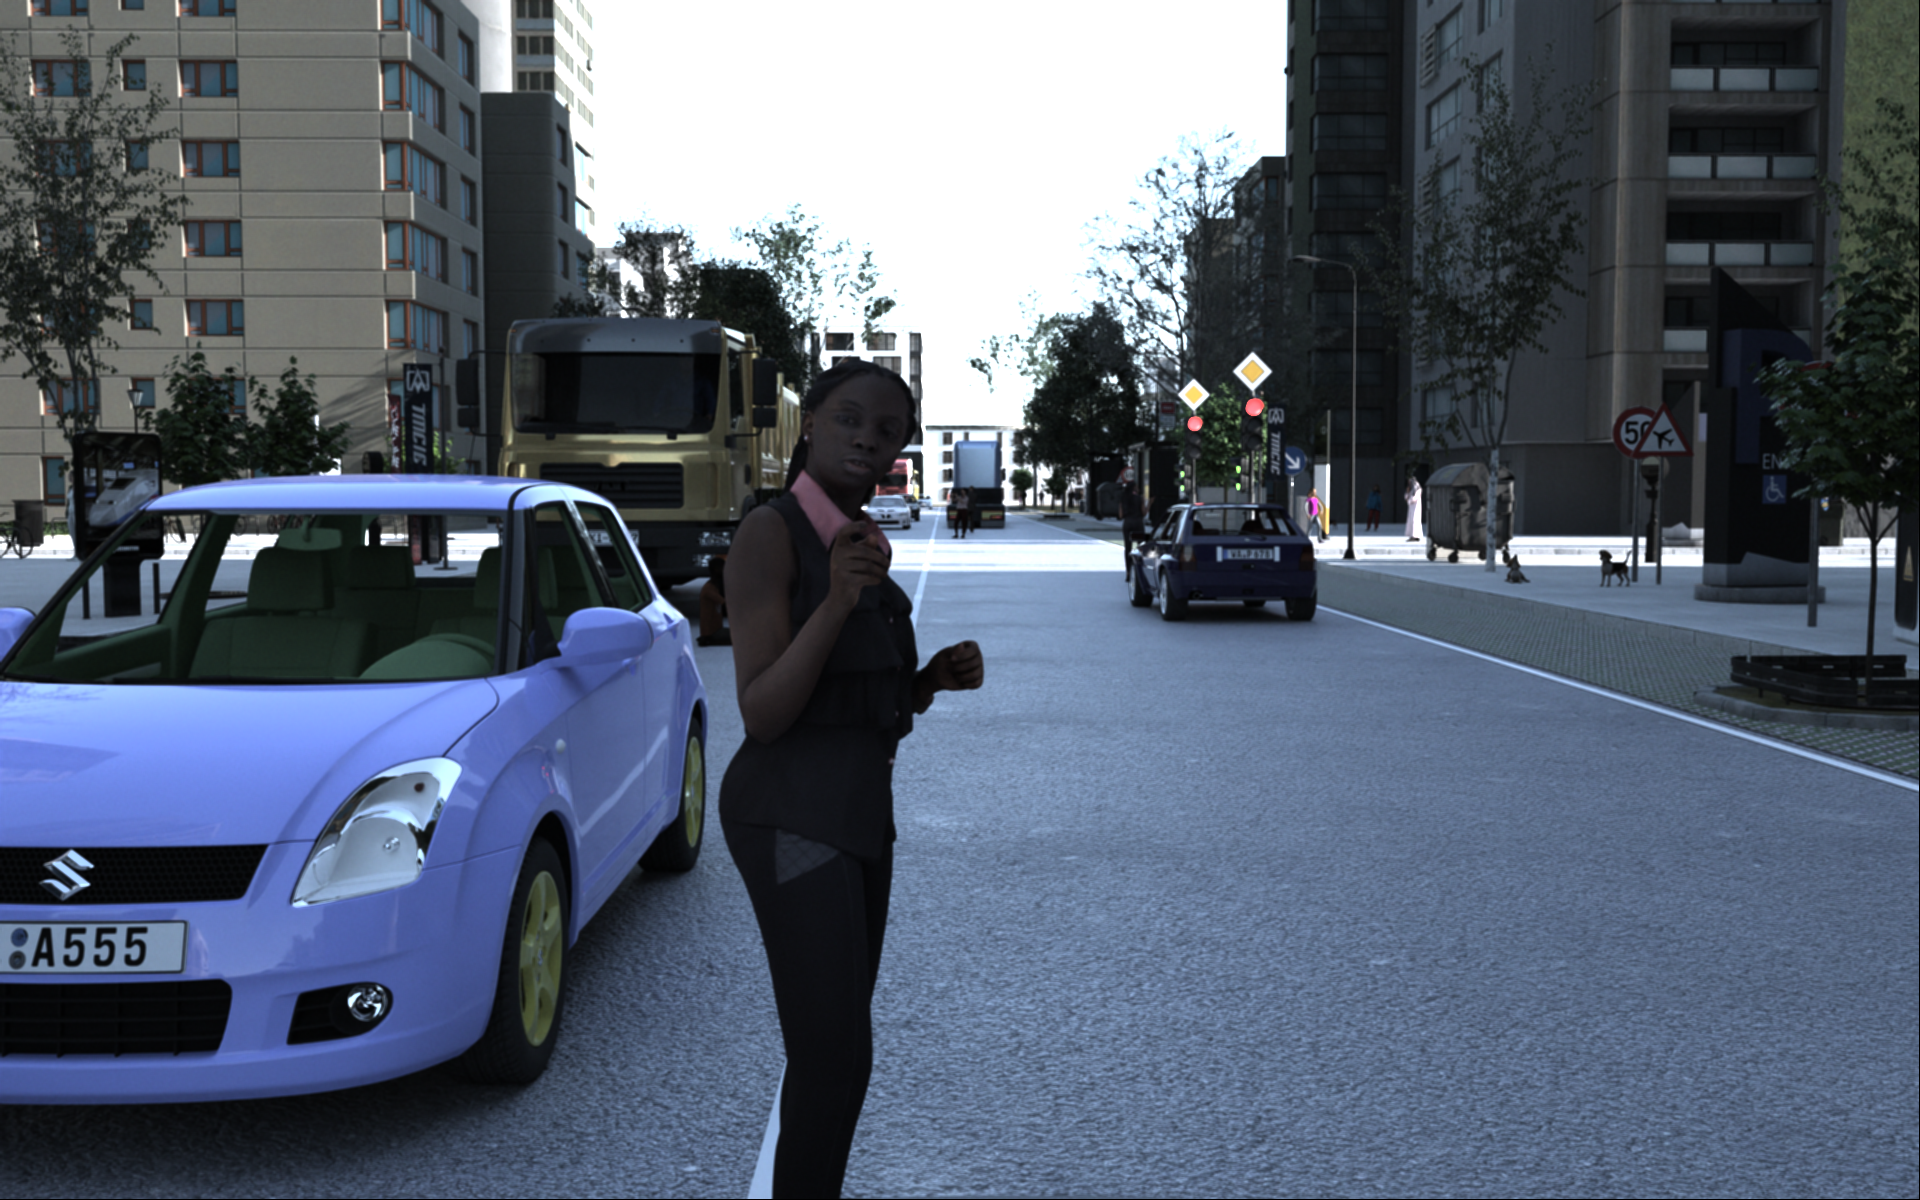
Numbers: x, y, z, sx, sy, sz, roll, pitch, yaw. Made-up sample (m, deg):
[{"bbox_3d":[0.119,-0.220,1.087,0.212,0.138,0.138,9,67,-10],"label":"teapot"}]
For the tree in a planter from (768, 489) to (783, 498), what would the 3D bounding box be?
[{"bbox_3d":[-7.024,-4.304,67.588,1.991,3.239,1.994,0,4,-1],"label":"tree in a planter"}]

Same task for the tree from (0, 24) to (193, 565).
[{"bbox_3d":[-13.719,-4.651,26.410,4.360,8.622,3.978,0,3,0],"label":"tree"}]

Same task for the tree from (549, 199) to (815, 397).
[{"bbox_3d":[-10.200,-7.431,55.915,8.767,10.594,7.601,1,4,15],"label":"tree"}]

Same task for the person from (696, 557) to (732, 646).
[{"bbox_3d":[-2.230,0.017,16.515,0.655,0.850,0.859,0,4,-2],"label":"person"}]

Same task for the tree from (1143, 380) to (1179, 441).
[{"bbox_3d":[12.003,-8.209,84.572,4.360,8.622,3.978,0,3,0],"label":"tree"}]

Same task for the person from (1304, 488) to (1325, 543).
[{"bbox_3d":[8.908,-2.077,43.235,0.726,1.435,0.776,-2,4,-30],"label":"person"}]

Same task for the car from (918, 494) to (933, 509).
[{"bbox_3d":[-3.544,-9.375,165.289,2.014,1.417,4.499,0,4,-2],"label":"car"}]

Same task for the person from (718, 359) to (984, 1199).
[{"bbox_3d":[-0.158,0.445,2.693,0.415,1.643,0.593,-2,4,-24],"label":"person"}]

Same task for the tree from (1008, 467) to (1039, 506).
[{"bbox_3d":[6.915,-12.758,192.301,4.285,4.588,4.351,0,3,0],"label":"tree"}]

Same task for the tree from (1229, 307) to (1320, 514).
[{"bbox_3d":[13.018,-7.177,67.701,4.360,8.622,3.978,0,3,0],"label":"tree"}]

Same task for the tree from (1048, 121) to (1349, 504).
[{"bbox_3d":[7.820,-8.999,57.509,12.009,13.543,11.850,0,3,0],"label":"tree"}]

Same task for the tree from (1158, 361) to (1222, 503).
[{"bbox_3d":[12.730,-8.749,93.414,4.737,8.622,4.395,0,3,0],"label":"tree"}]

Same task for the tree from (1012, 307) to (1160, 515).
[{"bbox_3d":[7.889,-11.462,104.405,9.611,12.733,9.660,0,3,0],"label":"tree"}]

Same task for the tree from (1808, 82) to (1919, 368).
[{"bbox_3d":[13.369,-4.378,21.946,4.737,8.622,4.395,0,3,0],"label":"tree"}]

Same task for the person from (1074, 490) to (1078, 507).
[{"bbox_3d":[11.964,-10.488,178.439,0.541,1.710,0.530,1,4,13],"label":"person"}]

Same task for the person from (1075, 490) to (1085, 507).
[{"bbox_3d":[11.516,-9.841,167.667,1.217,1.735,0.721,0,4,2],"label":"person"}]

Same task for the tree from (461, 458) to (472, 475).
[{"bbox_3d":[-14.797,-3.311,48.739,1.663,3.219,1.824,0,3,0],"label":"tree"}]

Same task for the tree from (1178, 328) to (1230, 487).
[{"bbox_3d":[11.978,-7.660,75.599,4.360,8.622,3.978,0,3,0],"label":"tree"}]

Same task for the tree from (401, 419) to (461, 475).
[{"bbox_3d":[-14.269,-3.068,44.769,1.663,3.219,1.824,0,3,0],"label":"tree"}]

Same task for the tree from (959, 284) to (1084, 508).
[{"bbox_3d":[6.008,-18.552,159.221,12.611,20.169,13.585,0,3,0],"label":"tree"}]

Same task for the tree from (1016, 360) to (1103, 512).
[{"bbox_3d":[7.597,-12.116,123.854,9.928,11.665,9.643,0,3,0],"label":"tree"}]

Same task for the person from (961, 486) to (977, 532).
[{"bbox_3d":[0.330,-3.420,65.102,0.565,1.739,0.600,-3,4,-39],"label":"person"}]

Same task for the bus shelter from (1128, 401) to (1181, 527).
[{"bbox_3d":[8.291,-5.803,72.513,2.179,5.291,8.768,0,4,-1],"label":"bus shelter"}]

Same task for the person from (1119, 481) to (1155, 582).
[{"bbox_3d":[2.883,-1.120,28.289,0.593,1.643,0.415,-2,4,-28],"label":"person"}]

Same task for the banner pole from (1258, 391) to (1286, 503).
[{"bbox_3d":[7.509,-3.184,42.071,0.863,3.779,0.401,2,4,24],"label":"banner pole"}]

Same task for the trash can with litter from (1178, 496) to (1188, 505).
[{"bbox_3d":[8.399,-3.233,63.920,1.678,1.210,2.233,-2,4,-33],"label":"trash can with litter"}]

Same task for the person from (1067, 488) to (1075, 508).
[{"bbox_3d":[10.199,-9.317,158.406,0.705,1.821,1.348,-2,4,-25],"label":"person"}]

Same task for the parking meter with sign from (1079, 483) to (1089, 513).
[{"bbox_3d":[8.933,-7.381,116.944,1.738,3.016,0.543,0,4,6],"label":"parking meter with sign"}]

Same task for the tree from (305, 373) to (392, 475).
[{"bbox_3d":[-9.139,-1.797,23.985,1.663,3.219,1.824,0,3,0],"label":"tree"}]

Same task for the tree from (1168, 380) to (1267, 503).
[{"bbox_3d":[7.581,-4.047,49.881,4.285,4.588,4.351,0,3,0],"label":"tree"}]

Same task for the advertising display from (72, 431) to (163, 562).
[{"bbox_3d":[-8.786,-0.789,18.122,0.123,1.923,0.974,2,4,26],"label":"advertising display"}]

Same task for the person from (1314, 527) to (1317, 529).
[{"bbox_3d":[13.291,-3.499,63.982,0.376,1.734,0.841,2,4,23],"label":"person"}]

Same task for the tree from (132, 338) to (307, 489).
[{"bbox_3d":[-9.316,-1.648,21.540,1.663,3.219,1.824,0,3,0],"label":"tree"}]

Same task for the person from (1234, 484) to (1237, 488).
[{"bbox_3d":[9.505,-3.204,60.139,0.444,1.614,0.593,-2,4,-27],"label":"person"}]

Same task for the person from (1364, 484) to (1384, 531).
[{"bbox_3d":[14.326,-3.190,59.910,0.444,1.614,0.593,-3,5,-42],"label":"person"}]

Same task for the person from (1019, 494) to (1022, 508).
[{"bbox_3d":[5.252,-8.386,148.827,0.599,1.433,0.991,0,4,-4],"label":"person"}]

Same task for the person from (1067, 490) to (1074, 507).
[{"bbox_3d":[10.952,-10.054,171.224,0.742,1.727,0.445,1,4,22],"label":"person"}]

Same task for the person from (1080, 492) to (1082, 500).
[{"bbox_3d":[13.917,-11.552,198.192,0.721,1.723,1.217,0,4,-1],"label":"person"}]

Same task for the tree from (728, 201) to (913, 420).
[{"bbox_3d":[-9.377,-15.564,110.362,12.611,20.169,13.585,0,3,0],"label":"tree"}]

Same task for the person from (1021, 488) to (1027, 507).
[{"bbox_3d":[6.492,-10.406,175.805,0.705,1.869,1.348,-2,4,-28],"label":"person"}]

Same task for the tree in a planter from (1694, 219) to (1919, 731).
[{"bbox_3d":[5.982,-0.861,11.297,1.991,3.239,1.994,0,4,-1],"label":"tree in a planter"}]

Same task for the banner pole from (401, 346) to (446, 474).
[{"bbox_3d":[-8.968,-2.401,29.280,0.863,3.779,0.401,-1,4,-18],"label":"banner pole"}]

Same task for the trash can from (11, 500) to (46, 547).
[{"bbox_3d":[-22.533,-1.852,41.940,0.748,1.137,0.748,0,3,0],"label":"trash can"}]

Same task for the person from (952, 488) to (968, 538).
[{"bbox_3d":[-0.002,-2.840,56.393,0.566,1.644,0.517,-1,4,-10],"label":"person"}]

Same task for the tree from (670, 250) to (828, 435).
[{"bbox_3d":[-10.521,-10.065,81.567,9.611,12.733,9.660,0,3,0],"label":"tree"}]

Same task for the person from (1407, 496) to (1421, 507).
[{"bbox_3d":[18.393,-3.878,70.132,0.565,1.739,0.600,2,4,30],"label":"person"}]

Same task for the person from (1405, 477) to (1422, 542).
[{"bbox_3d":[12.196,-2.444,46.667,0.621,1.740,0.551,-1,4,-21],"label":"person"}]

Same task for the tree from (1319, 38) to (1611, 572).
[{"bbox_3d":[8.714,-4.786,28.606,4.360,8.622,3.978,0,3,0],"label":"tree"}]

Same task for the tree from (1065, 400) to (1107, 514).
[{"bbox_3d":[8.149,-9.920,112.561,4.737,8.622,4.395,0,3,0],"label":"tree"}]

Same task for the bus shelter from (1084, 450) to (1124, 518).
[{"bbox_3d":[7.999,-6.424,96.317,1.731,3.624,6.357,0,4,0],"label":"bus shelter"}]

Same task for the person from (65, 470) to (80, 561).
[{"bbox_3d":[-16.934,-1.621,33.271,0.841,1.734,0.376,3,5,40],"label":"person"}]

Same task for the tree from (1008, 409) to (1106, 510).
[{"bbox_3d":[7.479,-12.347,136.287,8.767,10.594,7.601,-3,4,-37],"label":"tree"}]

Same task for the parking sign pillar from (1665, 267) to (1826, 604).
[{"bbox_3d":[9.614,-1.973,20.731,1.447,3.967,1.447,-1,4,-17],"label":"parking sign pillar"}]

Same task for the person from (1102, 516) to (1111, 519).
[{"bbox_3d":[7.693,-4.929,89.828,0.799,1.438,0.628,0,4,4],"label":"person"}]

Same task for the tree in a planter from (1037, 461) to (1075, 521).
[{"bbox_3d":[5.195,-5.909,93.839,1.991,3.239,1.994,0,4,-1],"label":"tree in a planter"}]

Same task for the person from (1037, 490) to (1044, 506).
[{"bbox_3d":[8.546,-10.845,183.887,0.617,1.759,0.750,2,4,32],"label":"person"}]

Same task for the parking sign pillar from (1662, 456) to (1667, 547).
[{"bbox_3d":[17.633,-3.281,42.120,1.447,3.967,1.447,-1,4,-9],"label":"parking sign pillar"}]

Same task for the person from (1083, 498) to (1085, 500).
[{"bbox_3d":[9.975,-7.811,136.968,0.599,1.433,0.991,2,4,35],"label":"person"}]

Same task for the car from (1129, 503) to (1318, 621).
[{"bbox_3d":[3.094,-0.511,20.937,1.945,1.354,3.894,0,4,-2],"label":"car"}]
